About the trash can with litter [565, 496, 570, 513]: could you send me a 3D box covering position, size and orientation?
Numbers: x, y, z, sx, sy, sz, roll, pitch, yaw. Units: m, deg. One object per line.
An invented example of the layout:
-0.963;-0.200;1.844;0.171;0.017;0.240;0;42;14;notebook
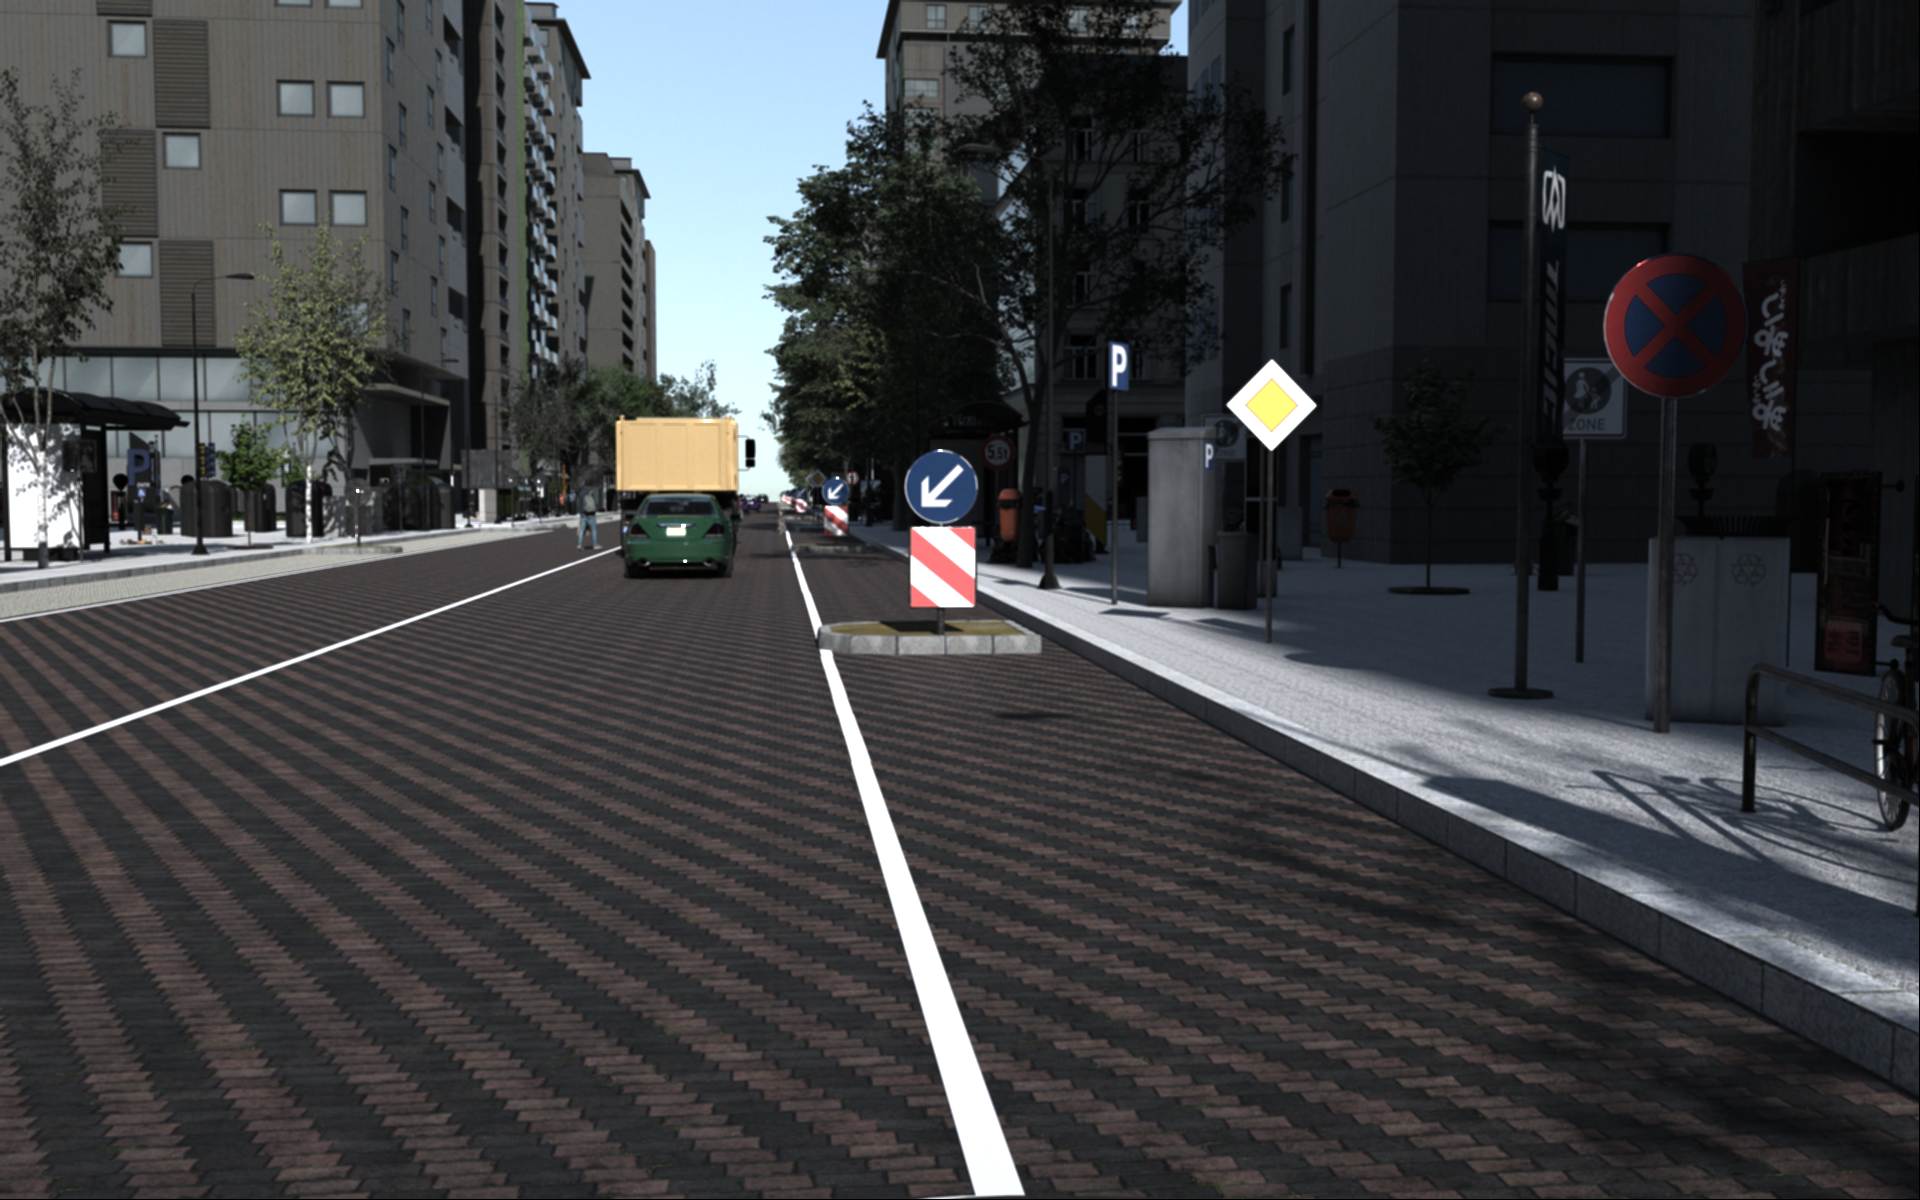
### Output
-25.989;-6.432;116.547;0.624;1.170;1.055;3;4;36;trash can with litter

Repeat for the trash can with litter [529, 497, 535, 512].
-30.381;-6.868;123.681;1.055;1.170;0.624;-2;4;-23;trash can with litter

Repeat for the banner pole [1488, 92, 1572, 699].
3.715;-1.288;11.080;0.401;3.779;0.863;3;5;40;banner pole

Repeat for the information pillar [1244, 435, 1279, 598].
3.745;-1.043;21.541;0.304;2.012;0.304;-3;4;-38;information pillar

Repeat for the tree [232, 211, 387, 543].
-17.195;-5.822;45.546;4.737;8.622;4.395;0;3;0;tree

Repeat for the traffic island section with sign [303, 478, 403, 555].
-14.549;-2.021;41.679;1.989;1.847;2.006;0;4;-6;traffic island section with sign

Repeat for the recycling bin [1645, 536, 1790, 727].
4.357;0.159;9.958;0.722;1.027;0.722;2;4;25;recycling bin

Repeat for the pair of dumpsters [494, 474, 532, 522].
-21.443;-4.886;82.384;1.574;2.255;4.437;0;4;-6;pair of dumpsters

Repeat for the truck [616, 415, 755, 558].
-6.765;-2.850;42.529;3.469;3.379;9.791;0;4;-7;truck

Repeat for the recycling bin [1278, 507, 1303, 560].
6.298;-1.303;33.855;0.722;1.027;0.722;0;4;4;recycling bin

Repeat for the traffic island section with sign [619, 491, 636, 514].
-23.378;-7.058;124.019;1.989;1.847;2.006;0;4;-6;traffic island section with sign

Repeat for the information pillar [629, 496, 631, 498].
-27.848;-9.499;146.655;0.183;3.616;0.504;-3;5;-43;information pillar

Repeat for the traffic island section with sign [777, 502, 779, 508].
-12.028;-7.135;125.289;1.989;1.847;2.006;0;4;-6;traffic island section with sign

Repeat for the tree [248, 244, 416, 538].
-18.024;-6.103;50.145;4.360;8.622;3.978;0;3;0;tree

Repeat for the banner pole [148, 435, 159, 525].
-33.780;-5.054;72.651;0.401;3.779;0.863;0;4;3;banner pole

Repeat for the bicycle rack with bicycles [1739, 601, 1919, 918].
4.081;0.445;6.107;2.852;0.926;2.925;1;4;9;bicycle rack with bicycles

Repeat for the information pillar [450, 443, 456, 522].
-23.082;-5.345;78.751;0.183;3.616;0.504;-1;4;-12;information pillar

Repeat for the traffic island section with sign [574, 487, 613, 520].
-20.452;-5.387;96.709;1.989;1.847;2.006;0;4;-6;traffic island section with sign

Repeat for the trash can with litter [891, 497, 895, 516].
-2.460;-3.917;75.429;1.055;1.170;0.624;1;4;12;trash can with litter

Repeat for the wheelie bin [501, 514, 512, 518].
-24.689;-5.266;94.013;0.693;1.594;0.980;-1;4;-22;wheelie bin

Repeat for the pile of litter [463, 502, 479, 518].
-25.756;-4.785;92.200;1.176;0.858;1.719;3;5;41;pile of litter

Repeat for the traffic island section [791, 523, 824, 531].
-5.533;-2.785;67.811;2.009;0.180;2.903;0;4;-6;traffic island section

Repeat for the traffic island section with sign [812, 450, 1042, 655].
-0.352;-0.476;16.410;1.989;1.847;2.006;0;4;-6;traffic island section with sign

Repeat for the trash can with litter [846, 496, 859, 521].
-5.040;-4.270;81.199;0.624;1.170;1.055;0;4;-3;trash can with litter

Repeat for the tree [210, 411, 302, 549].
-16.860;-2.826;40.811;1.663;3.219;1.824;0;3;0;tree

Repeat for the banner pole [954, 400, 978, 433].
0.111;-3.429;46.081;0.863;3.779;0.401;-2;4;-24;banner pole

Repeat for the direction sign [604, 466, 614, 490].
-28.147;-8.979;138.807;0.876;3.537;0.379;-1;4;-14;direction sign

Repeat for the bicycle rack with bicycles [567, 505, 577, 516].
-24.197;-5.413;101.880;2.925;0.926;2.852;-1;4;-16;bicycle rack with bicycles

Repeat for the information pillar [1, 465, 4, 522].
-23.724;-2.375;43.327;0.304;2.012;0.304;3;4;38;information pillar

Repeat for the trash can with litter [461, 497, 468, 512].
-35.095;-6.831;123.079;1.055;1.170;0.624;2;4;34;trash can with litter

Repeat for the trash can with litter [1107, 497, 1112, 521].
7.140;-4.418;83.626;0.624;1.170;1.055;-2;4;-34;trash can with litter

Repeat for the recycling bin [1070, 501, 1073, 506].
3.884;-3.280;66.176;0.722;1.027;0.722;1;4;18;recycling bin

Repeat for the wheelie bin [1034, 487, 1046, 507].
3.404;-4.252;77.435;0.980;1.594;0.693;0;4;5;wheelie bin

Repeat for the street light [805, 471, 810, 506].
-10.584;-9.496;127.803;1.470;5.913;1.316;0;4;-6;street light

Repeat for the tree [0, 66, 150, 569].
-15.975;-4.844;29.570;4.360;8.622;3.978;0;3;0;tree

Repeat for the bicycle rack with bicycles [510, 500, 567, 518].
-22.871;-4.816;92.131;2.852;0.926;2.925;0;4;3;bicycle rack with bicycles

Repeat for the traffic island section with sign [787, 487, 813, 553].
-3.231;-2.115;43.211;1.989;1.847;2.006;0;4;-6;traffic island section with sign

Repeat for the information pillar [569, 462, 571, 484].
-28.224;-8.250;126.248;0.504;3.616;0.183;-2;4;-32;information pillar

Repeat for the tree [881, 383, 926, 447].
-3.300;-9.582;107.028;4.360;8.622;3.978;0;3;0;tree

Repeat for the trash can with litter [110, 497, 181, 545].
-21.033;-2.052;44.602;1.678;1.210;2.233;-2;4;-27;trash can with litter

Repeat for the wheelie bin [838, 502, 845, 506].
-6.419;-5.320;94.896;0.693;1.594;0.980;0;4;-3;wheelie bin

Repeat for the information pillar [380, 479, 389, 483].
-27.185;-4.731;81.837;0.304;2.012;0.304;-3;5;-45;information pillar

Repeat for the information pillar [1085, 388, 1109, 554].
2.926;-2.792;37.008;0.504;3.616;0.183;2;4;28;information pillar

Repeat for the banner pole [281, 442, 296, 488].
-32.487;-5.748;83.990;0.863;3.779;0.401;-1;4;-8;banner pole

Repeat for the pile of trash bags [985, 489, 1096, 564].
1.354;-1.364;32.058;1.912;1.369;3.447;1;4;17;pile of trash bags

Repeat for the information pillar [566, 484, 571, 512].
-27.970;-7.285;123.599;0.304;2.012;0.304;-2;4;-33;information pillar

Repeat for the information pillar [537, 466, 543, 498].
-34.189;-9.158;141.088;0.504;3.616;0.183;-1;4;-19;information pillar

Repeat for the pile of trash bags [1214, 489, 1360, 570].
5.164;-1.241;30.042;3.447;1.369;1.912;1;4;10;pile of trash bags

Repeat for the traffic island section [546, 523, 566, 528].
-18.059;-3.194;74.509;2.009;0.180;2.903;0;4;-6;traffic island section

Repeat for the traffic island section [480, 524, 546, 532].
-17.208;-2.709;66.569;2.009;0.180;2.903;0;4;-6;traffic island section

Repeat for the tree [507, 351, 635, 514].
-24.956;-10.884;112.363;8.767;10.594;7.601;-1;4;-19;tree

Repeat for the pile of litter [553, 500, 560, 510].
-32.227;-7.634;138.781;1.719;0.858;1.176;1;4;16;pile of litter

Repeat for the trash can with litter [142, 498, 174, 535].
-25.365;-2.645;54.636;1.055;1.170;0.624;-1;4;-20;trash can with litter

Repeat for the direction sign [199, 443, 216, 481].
-33.394;-5.192;76.879;0.876;3.537;0.379;1;4;20;direction sign

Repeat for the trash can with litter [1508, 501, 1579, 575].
9.215;-0.976;27.349;1.055;1.170;0.624;1;4;20;trash can with litter

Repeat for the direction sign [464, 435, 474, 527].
-18.908;-4.561;66.575;0.379;3.537;0.876;-1;4;-13;direction sign

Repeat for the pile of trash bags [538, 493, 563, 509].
-31.353;-7.398;130.717;3.447;1.369;1.912;0;4;2;pile of trash bags

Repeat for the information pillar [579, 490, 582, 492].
-32.592;-8.800;148.371;0.304;2.012;0.304;3;4;37;information pillar

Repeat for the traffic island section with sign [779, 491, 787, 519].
-9.157;-5.496;98.486;1.989;1.847;2.006;0;4;-6;traffic island section with sign
